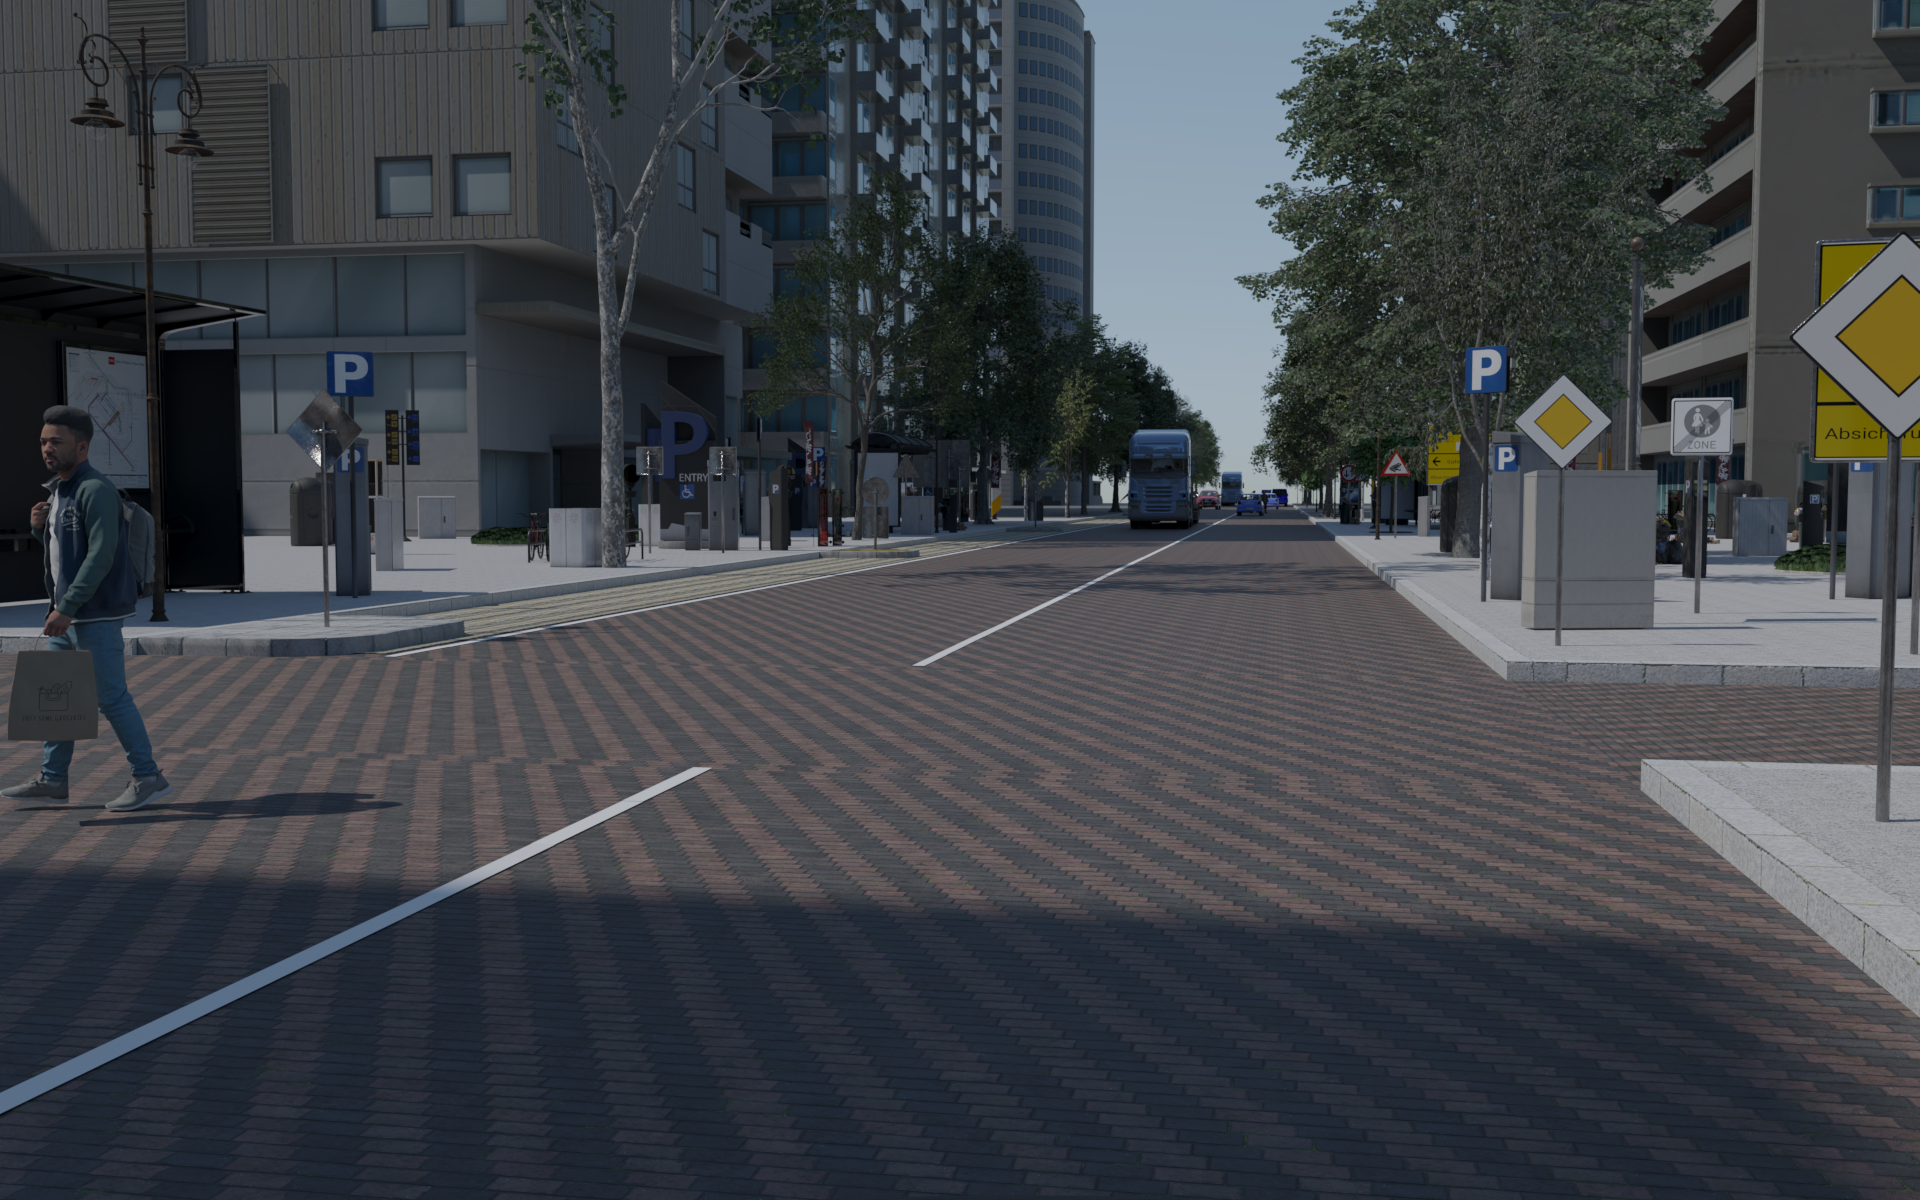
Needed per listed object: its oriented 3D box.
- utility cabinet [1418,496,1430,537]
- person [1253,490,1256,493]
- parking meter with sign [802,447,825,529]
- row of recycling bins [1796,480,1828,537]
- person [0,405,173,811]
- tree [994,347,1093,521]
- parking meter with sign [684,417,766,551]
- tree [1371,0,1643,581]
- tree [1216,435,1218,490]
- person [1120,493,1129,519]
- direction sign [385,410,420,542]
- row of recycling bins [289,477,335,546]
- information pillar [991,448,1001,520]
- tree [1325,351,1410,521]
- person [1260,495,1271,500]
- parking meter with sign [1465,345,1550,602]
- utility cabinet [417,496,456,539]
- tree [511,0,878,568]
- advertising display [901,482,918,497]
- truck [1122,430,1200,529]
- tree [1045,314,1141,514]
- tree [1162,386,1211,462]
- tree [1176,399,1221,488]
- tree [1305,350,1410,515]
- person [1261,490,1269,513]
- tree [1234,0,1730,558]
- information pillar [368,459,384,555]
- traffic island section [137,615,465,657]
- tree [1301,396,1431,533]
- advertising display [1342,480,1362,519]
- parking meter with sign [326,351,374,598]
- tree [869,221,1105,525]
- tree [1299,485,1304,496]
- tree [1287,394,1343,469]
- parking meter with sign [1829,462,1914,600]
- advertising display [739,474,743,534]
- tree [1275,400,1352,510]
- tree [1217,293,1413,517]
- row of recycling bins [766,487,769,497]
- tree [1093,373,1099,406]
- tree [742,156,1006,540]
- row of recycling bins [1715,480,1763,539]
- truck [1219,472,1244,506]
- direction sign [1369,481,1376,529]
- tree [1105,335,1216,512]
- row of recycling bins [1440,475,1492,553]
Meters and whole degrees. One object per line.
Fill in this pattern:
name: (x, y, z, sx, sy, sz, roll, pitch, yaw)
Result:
utility cabinet: (14.050, -2.526, 52.462, 0.306, 1.237, 1.020, 1, 4, 19)
person: (22.232, -7.433, 130.963, 0.436, 1.711, 0.756, -1, 4, -12)
parking meter with sign: (-5.605, -4.199, 64.917, 0.543, 3.016, 1.738, -2, 4, -24)
row of recycling bins: (26.347, -2.825, 53.302, 1.069, 1.692, 3.534, 1, 4, 20)
person: (-3.941, 0.044, 7.761, 0.713, 1.824, 0.794, -2, 4, -24)
tree: (3.371, -8.098, 82.767, 4.737, 8.622, 4.395, 0, 3, 0)
parking meter with sign: (-5.376, -2.634, 39.319, 1.738, 3.016, 0.543, 0, 4, -2)
tree: (7.888, -4.607, 25.692, 4.360, 8.622, 3.978, 0, 3, 0)
tree: (16.290, -14.257, 150.110, 9.611, 12.733, 9.660, 0, 3, 0)
person: (9.798, -5.546, 99.117, 1.348, 1.831, 0.705, 0, 4, 5)
direction sign: (-15.015, -3.347, 46.717, 0.876, 3.537, 0.379, -1, 4, -10)
row of recycling bins: (-16.423, -2.260, 44.062, 1.069, 1.692, 3.534, -1, 4, -16)
information pillar: (1.806, -5.831, 86.688, 0.504, 3.616, 0.183, -1, 4, -12)
tree: (19.453, -8.079, 82.460, 4.737, 8.622, 4.395, 0, 3, 0)
person: (27.687, -9.086, 157.771, 1.217, 1.735, 0.721, 1, 4, 16)
parking meter with sign: (6.860, -1.518, 21.084, 1.738, 3.016, 0.543, -3, 5, -41)
utility cabinet: (-15.014, -2.358, 49.714, 1.020, 1.237, 0.306, -2, 4, -24)
tree: (-5.025, -10.559, 28.536, 12.611, 20.169, 13.585, 0, 3, 0)
advertising display: (-2.700, -5.298, 91.829, 0.974, 1.923, 0.123, -1, 4, -18)
truck: (9.380, -5.411, 78.233, 2.967, 4.110, 18.799, 1, 4, 9)
tree: (7.745, -11.661, 108.790, 7.486, 12.596, 7.792, 0, 3, 0)
tree: (21.505, -16.735, 183.990, 12.009, 13.543, 11.850, 0, 3, 0)
tree: (26.125, -17.675, 207.108, 7.486, 12.596, 7.792, 0, 3, 0)
tree: (23.604, -11.031, 106.109, 9.928, 11.665, 9.643, 0, 3, 0)
person: (22.905, -7.400, 130.042, 0.990, 1.755, 0.434, -3, 5, -42)
tree: (10.192, -7.827, 34.633, 9.857, 13.997, 8.962, 0, 3, 0)
information pillar: (-12.412, -1.969, 36.690, 0.304, 2.012, 0.304, 0, 4, 8)
traffic island section: (-6.126, 0.341, 16.706, 2.009, 0.180, 2.903, 1, 4, 10)
tree: (14.298, -4.507, 57.409, 4.285, 4.588, 4.351, 0, 3, 0)
advertising display: (17.508, -4.419, 77.466, 0.123, 1.923, 0.974, -3, 5, -42)
parking meter with sign: (-7.720, -1.576, 22.030, 0.543, 3.016, 1.738, -1, 4, -19)
tree: (0.974, -9.534, 72.884, 9.611, 12.733, 9.660, 0, 3, 0)
tree: (47.689, -17.667, 239.214, 4.737, 8.622, 4.395, 0, 3, 0)
tree: (27.938, -12.062, 131.622, 7.601, 10.594, 8.767, 3, 5, 41)
parking meter with sign: (11.363, -1.532, 21.317, 1.738, 3.016, 0.543, -2, 4, -24)
advertising display: (-6.761, -3.064, 55.306, 0.123, 1.923, 0.974, -2, 4, -34)
tree: (30.027, -13.806, 143.853, 7.486, 12.596, 7.792, 0, 3, 0)
tree: (20.454, -10.899, 95.212, 9.611, 12.733, 9.660, 0, 3, 0)
row of recycling bins: (-11.164, -5.221, 92.483, 1.069, 1.692, 3.534, 1, 4, 20)
tree: (5.796, -8.939, 96.508, 4.737, 8.622, 4.395, 0, 3, 0)
tree: (-2.560, -6.939, 47.863, 7.601, 10.594, 8.767, 1, 4, 20)
row of recycling bins: (22.752, -2.662, 50.643, 1.069, 1.692, 3.534, 2, 4, 32)
truck: (33.690, -13.648, 212.902, 2.967, 4.110, 18.799, 1, 4, 11)
direction sign: (15.324, -4.401, 63.949, 0.379, 3.537, 0.876, 0, 4, 7)
tree: (11.345, -12.705, 124.739, 9.611, 12.733, 9.660, 0, 3, 0)
row of recycling bins: (11.961, -1.962, 39.196, 3.534, 1.692, 1.069, -3, 5, -44)
